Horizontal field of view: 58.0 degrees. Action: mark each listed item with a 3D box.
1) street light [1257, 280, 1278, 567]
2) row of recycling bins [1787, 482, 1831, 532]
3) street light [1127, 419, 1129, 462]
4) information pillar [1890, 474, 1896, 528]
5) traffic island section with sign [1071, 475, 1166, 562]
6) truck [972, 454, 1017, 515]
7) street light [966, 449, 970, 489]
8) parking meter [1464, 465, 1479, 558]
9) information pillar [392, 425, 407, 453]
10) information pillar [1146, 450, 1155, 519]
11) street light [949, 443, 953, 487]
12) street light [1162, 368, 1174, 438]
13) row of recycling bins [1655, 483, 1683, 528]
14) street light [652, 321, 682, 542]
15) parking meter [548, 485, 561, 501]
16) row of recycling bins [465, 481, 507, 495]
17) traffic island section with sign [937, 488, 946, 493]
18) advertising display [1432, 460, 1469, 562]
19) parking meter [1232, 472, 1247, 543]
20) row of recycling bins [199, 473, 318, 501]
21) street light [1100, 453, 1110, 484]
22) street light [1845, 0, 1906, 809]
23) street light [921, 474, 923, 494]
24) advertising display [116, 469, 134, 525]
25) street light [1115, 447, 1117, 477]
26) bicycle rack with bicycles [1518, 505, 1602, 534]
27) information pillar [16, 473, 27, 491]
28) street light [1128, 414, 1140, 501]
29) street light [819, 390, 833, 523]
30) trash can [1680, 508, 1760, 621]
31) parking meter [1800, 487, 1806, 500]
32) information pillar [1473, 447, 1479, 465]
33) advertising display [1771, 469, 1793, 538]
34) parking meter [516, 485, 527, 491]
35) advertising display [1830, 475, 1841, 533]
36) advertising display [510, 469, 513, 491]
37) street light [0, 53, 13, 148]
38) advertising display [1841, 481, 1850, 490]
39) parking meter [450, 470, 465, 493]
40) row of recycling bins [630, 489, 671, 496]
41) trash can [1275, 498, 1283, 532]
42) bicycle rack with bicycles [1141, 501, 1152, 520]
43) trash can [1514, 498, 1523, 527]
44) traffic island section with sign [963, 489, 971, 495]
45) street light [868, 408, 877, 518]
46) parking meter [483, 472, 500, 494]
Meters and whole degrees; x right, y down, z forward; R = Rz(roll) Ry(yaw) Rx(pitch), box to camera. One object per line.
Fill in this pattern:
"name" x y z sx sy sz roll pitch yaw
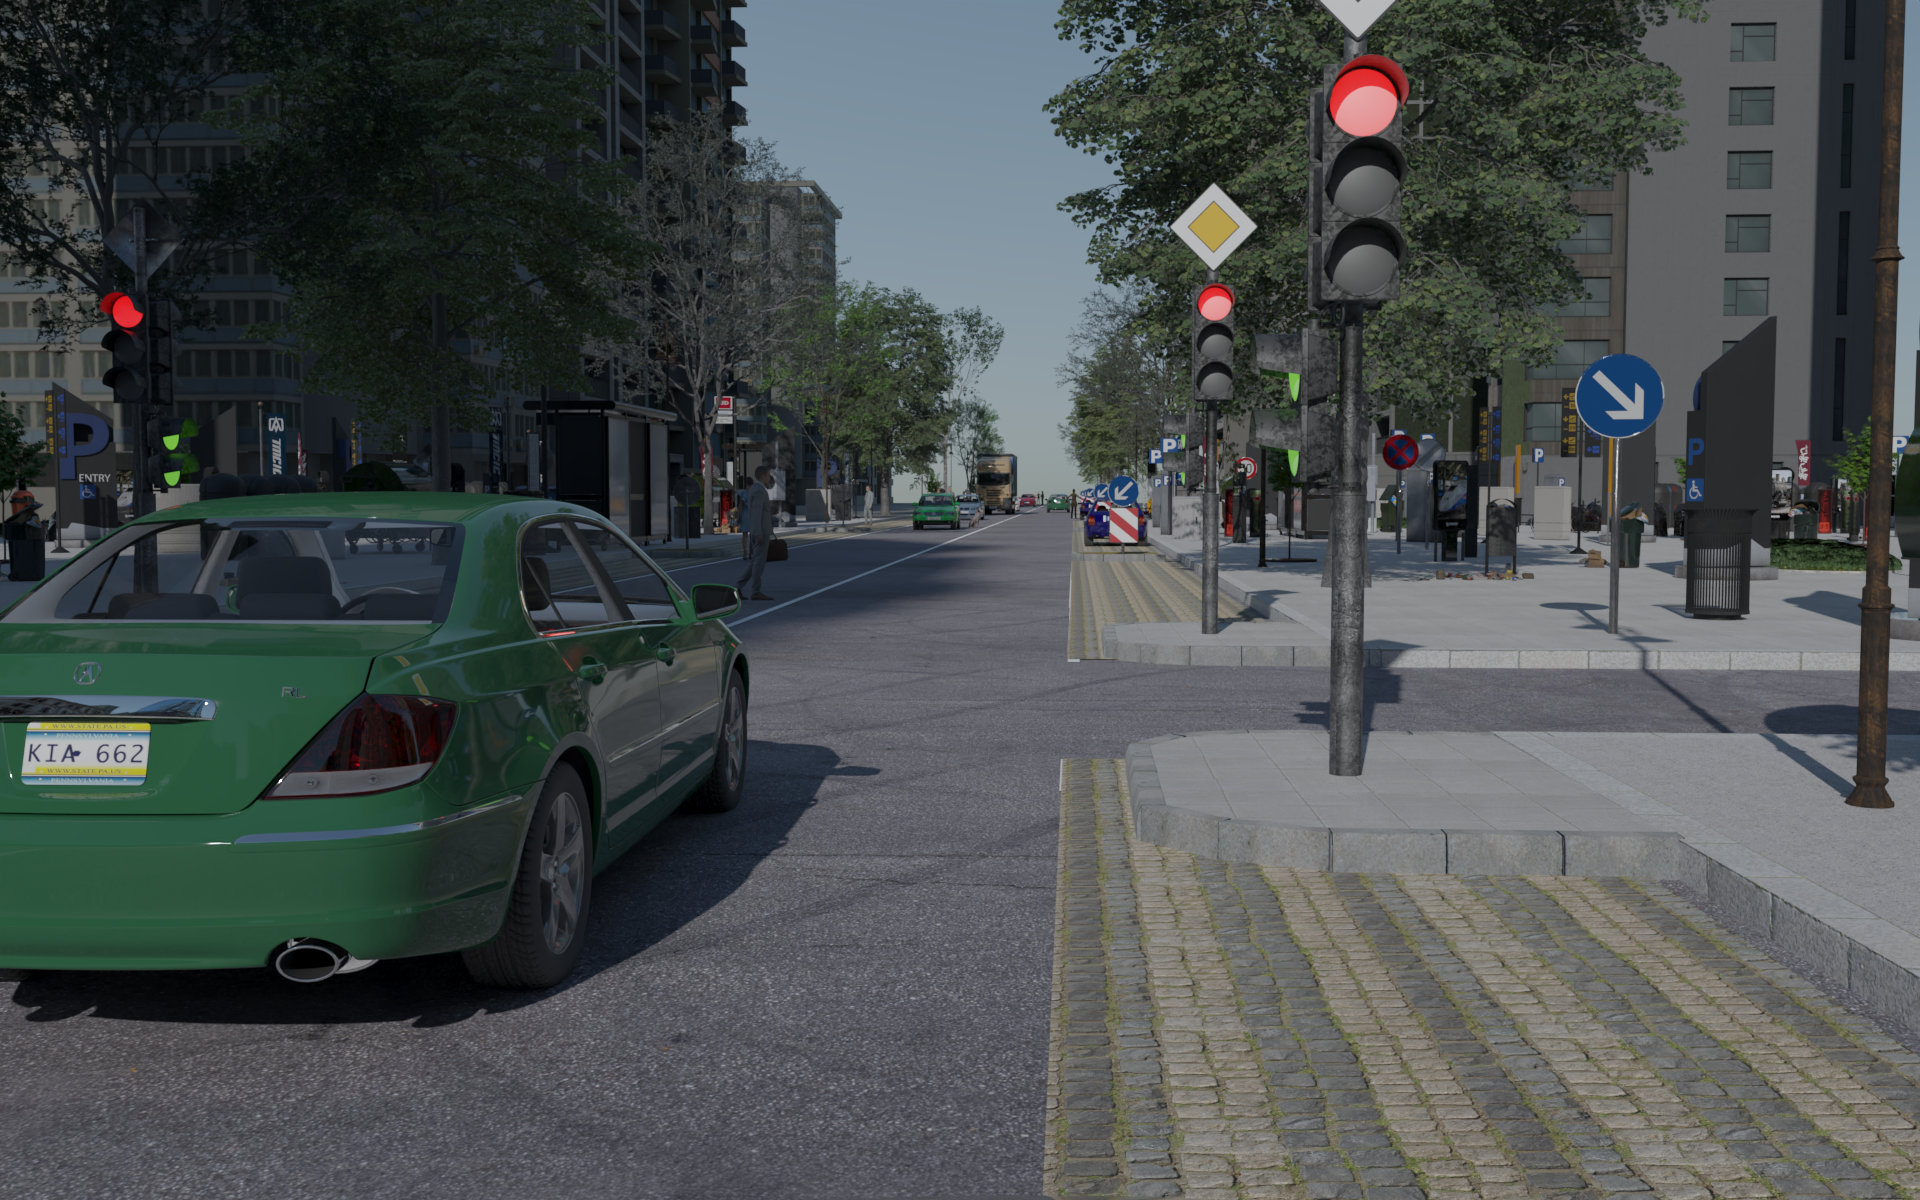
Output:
"street light" 5.323 -3.518 30.307 0.468 5.910 1.993 0 4 4
"row of recycling bins" 27.898 -3.194 59.340 3.534 1.692 1.069 1 4 20
"street light" 10.386 -8.196 106.793 0.468 5.910 1.993 0 4 4
"information pillar" 34.895 -3.690 64.818 0.304 2.012 0.304 3 5 44
"traffic island section with sign" 3.407 -1.764 37.464 1.989 1.847 2.006 0 4 4
"truck" 2.593 -8.140 121.995 2.839 4.237 11.283 0 4 4
"street light" 0.771 -12.439 176.169 0.468 5.910 1.993 0 4 4
"parking meter" 10.372 -1.799 35.122 0.255 1.863 0.399 1 4 17
"information pillar" -18.108 -3.959 56.085 0.504 3.616 0.183 -1 4 -14
"information pillar" 10.004 -6.057 90.394 0.504 3.616 0.183 1 4 10
"street light" -0.781 -11.024 153.029 0.468 5.910 1.993 0 4 4
"street light" 7.215 -5.327 59.882 0.468 5.910 1.993 0 4 4
"row of recycling bins" 26.557 -3.570 65.484 1.069 1.692 3.534 2 4 33
"street light" -7.819 -4.501 46.385 0.468 5.910 1.993 0 4 4
"parking meter" -11.046 -2.372 47.195 0.372 1.533 0.369 0 3 0
"row of recycling bins" -15.492 -2.928 54.982 3.534 1.692 1.069 3 4 38
"traffic island section with sign" -1.200 -6.556 115.819 1.989 1.847 2.006 0 4 4
"advertising display" 9.338 -1.699 32.995 0.974 1.923 0.123 -3 4 -38
"parking meter" 7.276 -2.407 45.073 0.255 1.863 0.399 2 4 32
"row of recycling bins" -14.086 -1.709 35.062 1.069 1.692 3.534 1 4 9
"street light" 15.926 -13.287 190.036 0.468 5.910 1.993 0 4 4
"street light" 3.754 -2.090 6.966 0.468 5.910 1.993 0 4 4
"street light" -2.703 -9.215 123.456 0.468 5.910 1.993 0 4 4
"advertising display" -21.710 -2.452 45.309 0.123 1.923 0.974 2 4 32
"street light" 12.413 -10.046 137.037 0.468 5.910 1.993 0 4 4
"bicycle rack with bicycles" 19.710 -2.671 57.058 2.852 0.926 2.925 -1 4 -18
"information pillar" -32.078 -3.348 59.239 0.304 2.012 0.304 -3 4 -36
"street light" 9.192 -7.187 90.295 0.468 5.910 1.993 0 4 4
"street light" -5.851 -6.316 76.046 0.468 5.910 1.993 0 4 4
"trash can" 7.776 -0.373 17.756 0.748 1.137 0.748 0 3 0
"parking meter" 29.685 -3.224 61.127 0.372 1.533 0.369 0 3 0
"information pillar" 25.500 -5.765 85.609 0.183 3.616 0.504 0 4 -7
"advertising display" 20.607 -2.372 43.998 0.974 1.923 0.123 1 4 12
"parking meter" -12.756 -2.574 50.504 0.372 1.533 0.369 0 3 0
"advertising display" 29.065 -3.200 57.535 0.123 1.923 0.974 2 4 24
"advertising display" -11.739 -2.451 45.286 0.123 1.923 0.974 -1 4 -15
"street light" -9.836 -2.693 16.819 0.468 5.910 1.993 0 4 4
"advertising display" 32.437 -3.573 63.626 0.974 1.923 0.123 0 4 -5
"parking meter" -12.041 -2.182 41.387 0.399 1.863 0.255 1 4 20
"row of recycling bins" -11.074 -3.292 60.938 1.069 1.692 3.534 1 4 9
"trash can" 11.161 -2.917 59.351 0.748 1.137 0.748 0 3 0
"bicycle rack with bicycles" 9.970 -4.320 84.014 2.925 0.926 2.852 -1 4 -22
"trash can" 21.379 -3.381 66.937 0.748 1.137 0.748 0 3 0
"traffic island section with sign" 0.597 -8.204 142.761 1.989 1.847 2.006 0 4 4
"street light" -4.763 -7.365 93.208 0.468 5.910 1.993 0 4 4
"parking meter" -12.311 -2.434 45.503 0.399 1.863 0.255 2 4 31
